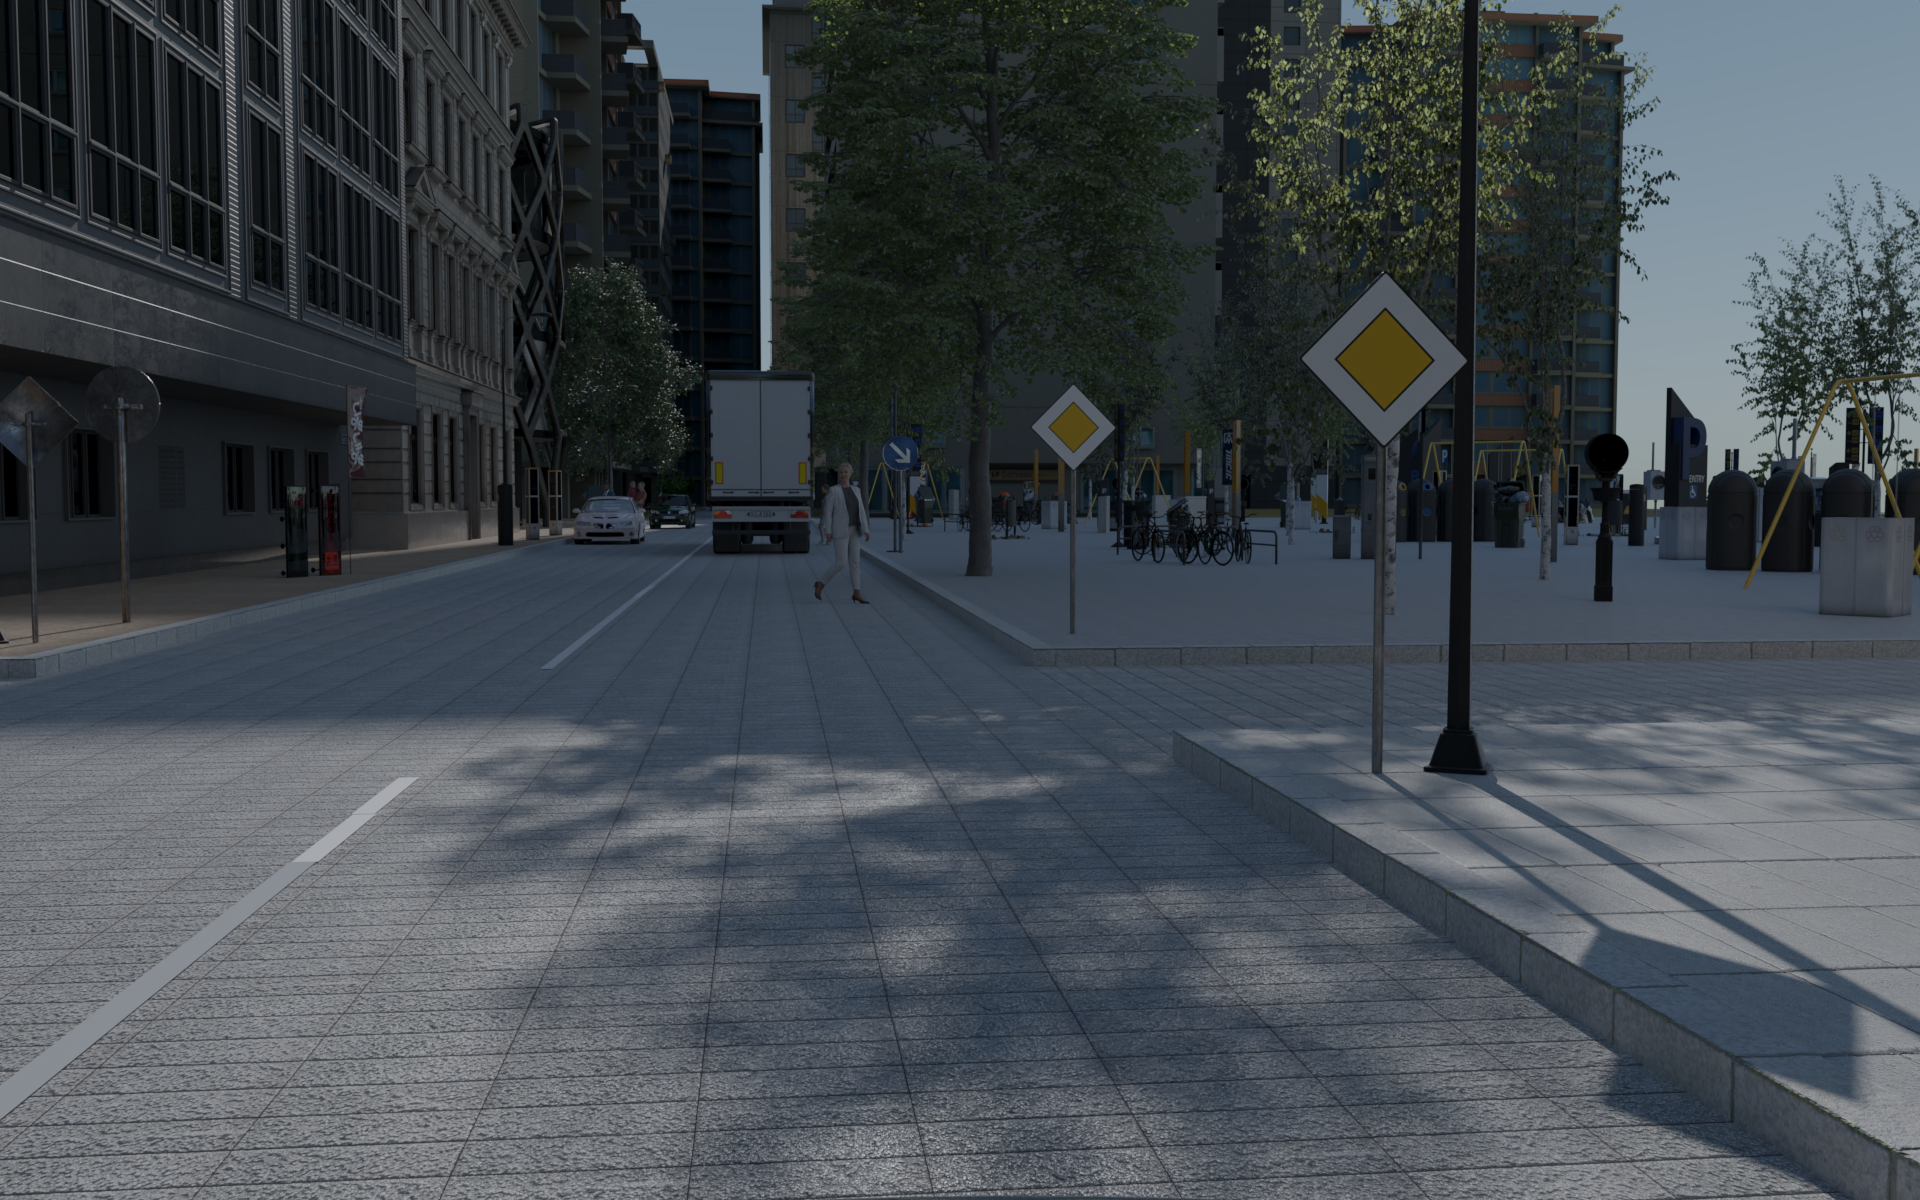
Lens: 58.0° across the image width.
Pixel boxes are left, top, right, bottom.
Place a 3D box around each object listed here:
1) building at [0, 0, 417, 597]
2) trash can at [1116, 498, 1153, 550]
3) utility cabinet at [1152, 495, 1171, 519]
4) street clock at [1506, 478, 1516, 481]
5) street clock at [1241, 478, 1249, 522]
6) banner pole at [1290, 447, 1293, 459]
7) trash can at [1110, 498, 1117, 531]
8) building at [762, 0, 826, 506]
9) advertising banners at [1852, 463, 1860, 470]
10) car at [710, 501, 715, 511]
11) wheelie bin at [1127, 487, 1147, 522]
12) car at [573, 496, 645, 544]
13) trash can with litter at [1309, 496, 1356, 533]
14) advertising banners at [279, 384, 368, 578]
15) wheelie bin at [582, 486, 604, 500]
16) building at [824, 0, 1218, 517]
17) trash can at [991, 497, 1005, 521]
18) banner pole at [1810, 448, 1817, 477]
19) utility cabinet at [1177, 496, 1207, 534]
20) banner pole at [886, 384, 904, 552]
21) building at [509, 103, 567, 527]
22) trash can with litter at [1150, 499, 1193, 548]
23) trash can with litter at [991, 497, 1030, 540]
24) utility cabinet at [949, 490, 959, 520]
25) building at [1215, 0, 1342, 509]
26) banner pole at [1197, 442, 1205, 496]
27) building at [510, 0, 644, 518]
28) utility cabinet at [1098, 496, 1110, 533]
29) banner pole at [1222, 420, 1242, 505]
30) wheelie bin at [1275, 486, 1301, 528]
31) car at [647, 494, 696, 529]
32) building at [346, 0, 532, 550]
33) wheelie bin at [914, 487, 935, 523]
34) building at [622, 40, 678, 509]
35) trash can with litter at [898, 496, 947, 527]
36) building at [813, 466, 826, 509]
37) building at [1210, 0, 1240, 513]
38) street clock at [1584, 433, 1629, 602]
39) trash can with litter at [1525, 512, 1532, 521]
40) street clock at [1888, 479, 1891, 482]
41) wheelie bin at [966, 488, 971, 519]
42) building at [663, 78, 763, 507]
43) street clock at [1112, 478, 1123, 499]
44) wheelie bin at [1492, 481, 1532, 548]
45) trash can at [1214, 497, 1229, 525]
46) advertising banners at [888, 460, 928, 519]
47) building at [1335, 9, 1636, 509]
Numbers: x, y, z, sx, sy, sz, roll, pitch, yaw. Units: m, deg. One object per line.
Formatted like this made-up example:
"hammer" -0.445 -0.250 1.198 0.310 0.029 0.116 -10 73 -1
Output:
"building" -17.857 -14.215 25.924 14.314 27.812 24.014 0 4 -6
"trash can" 4.102 -1.748 40.235 0.748 1.137 0.748 0 3 0
"utility cabinet" 10.544 -4.867 90.743 1.020 1.237 0.306 -2 4 -31
"street clock" 25.222 -4.571 79.301 0.471 2.002 0.358 -2 4 -32
"street clock" 13.106 -4.623 80.157 0.471 2.002 0.358 1 4 18
"banner pole" 16.010 -5.728 83.663 0.401 3.779 0.863 0 4 0
"trash can" 5.327 -2.938 59.693 0.748 1.137 0.748 0 3 0
"building" -7.603 -36.698 189.248 27.495 52.752 28.713 0 4 -6
"advertising banners" 49.324 -6.153 96.794 2.074 3.025 0.090 0 4 -7
"car" -20.255 -8.494 147.557 2.281 1.827 5.304 0 4 -8
"wheelie bin" 8.241 -4.452 80.698 0.980 1.594 0.693 -1 4 -12
"car" -10.289 -2.363 51.000 2.083 1.381 4.827 0 4 -7
"trash can with litter" 12.433 -2.833 57.385 1.678 1.210 2.233 -1 4 -22
"advertising banners" -9.944 -1.897 27.211 0.090 3.025 2.074 1 4 19
"wheelie bin" -14.101 -3.610 66.929 0.980 1.594 0.693 -1 4 -10
"building" 2.778 -29.443 105.089 21.300 48.544 21.600 0 4 -6
"trash can" 1.672 -4.083 78.414 0.748 1.137 0.748 0 3 0
"banner pole" 46.462 -6.383 94.385 0.863 3.779 0.401 -3 5 -40
"utility cabinet" 6.467 -2.277 48.383 0.306 1.237 1.020 3 5 42
"banner pole" -1.472 -2.963 38.455 0.401 3.779 0.863 -1 4 -9
"building" -23.966 -12.178 66.557 16.820 18.784 16.811 0 4 -6
"trash can with litter" 5.006 -1.842 41.509 1.055 1.170 0.624 0 4 -4
"trash can with litter" 1.189 -2.348 49.442 1.678 1.210 2.233 2 4 27
"utility cabinet" -0.284 -4.685 85.283 0.318 1.500 1.173 -1 4 -11
"building" 21.441 -44.009 157.798 20.611 71.187 20.563 0 4 -6
"banner pole" 11.596 -5.715 83.455 0.401 3.779 0.863 3 4 37
"building" -30.320 -27.374 102.193 22.147 44.769 28.867 0 4 -6
"utility cabinet" 4.751 -2.822 57.299 0.306 1.237 1.020 1 4 11
"banner pole" 9.271 -4.205 58.774 0.863 3.779 0.401 2 4 28
"wheelie bin" 12.528 -3.569 66.254 0.980 1.594 0.693 1 4 9
"car" -12.045 -3.844 72.633 2.009 1.686 4.222 0 4 -5
"building" -18.412 -11.208 47.871 10.561 19.102 19.286 0 4 -6
"wheelie bin" -1.599 -4.157 75.871 0.980 1.594 0.693 -2 4 -32
"building" -36.470 -27.814 146.643 23.993 40.220 32.217 0 4 -6
"trash can with litter" -1.651 -3.479 67.934 1.678 1.210 2.233 -2 4 -32
"building" -2.712 -43.778 154.019 20.563 71.187 20.611 0 4 -6
"building" 3.941 -33.097 130.380 28.713 52.752 27.495 0 4 -6
"street clock" 7.704 -0.986 20.687 0.471 2.002 0.358 1 4 10
"trash can with litter" 27.297 -4.431 83.509 2.233 1.210 1.678 -2 4 -32
"street clock" 43.567 -4.672 80.963 0.471 2.002 0.358 -3 5 -43
"wheelie bin" 0.780 -4.811 86.569 0.980 1.594 0.693 0 4 2
"building" -35.206 -32.301 182.743 28.867 44.769 22.147 0 4 -6
"street clock" 7.053 -4.465 77.568 0.471 2.002 0.358 0 4 8
"wheelie bin" 13.160 -2.049 41.414 0.980 1.594 0.693 2 4 33
"trash can" 10.989 -3.747 72.925 0.748 1.137 0.748 0 3 0
"advertising banners" -2.627 -5.637 88.359 2.074 3.025 0.090 -1 4 -15
"building" 46.233 -30.908 159.973 28.867 44.769 22.147 0 4 -6
